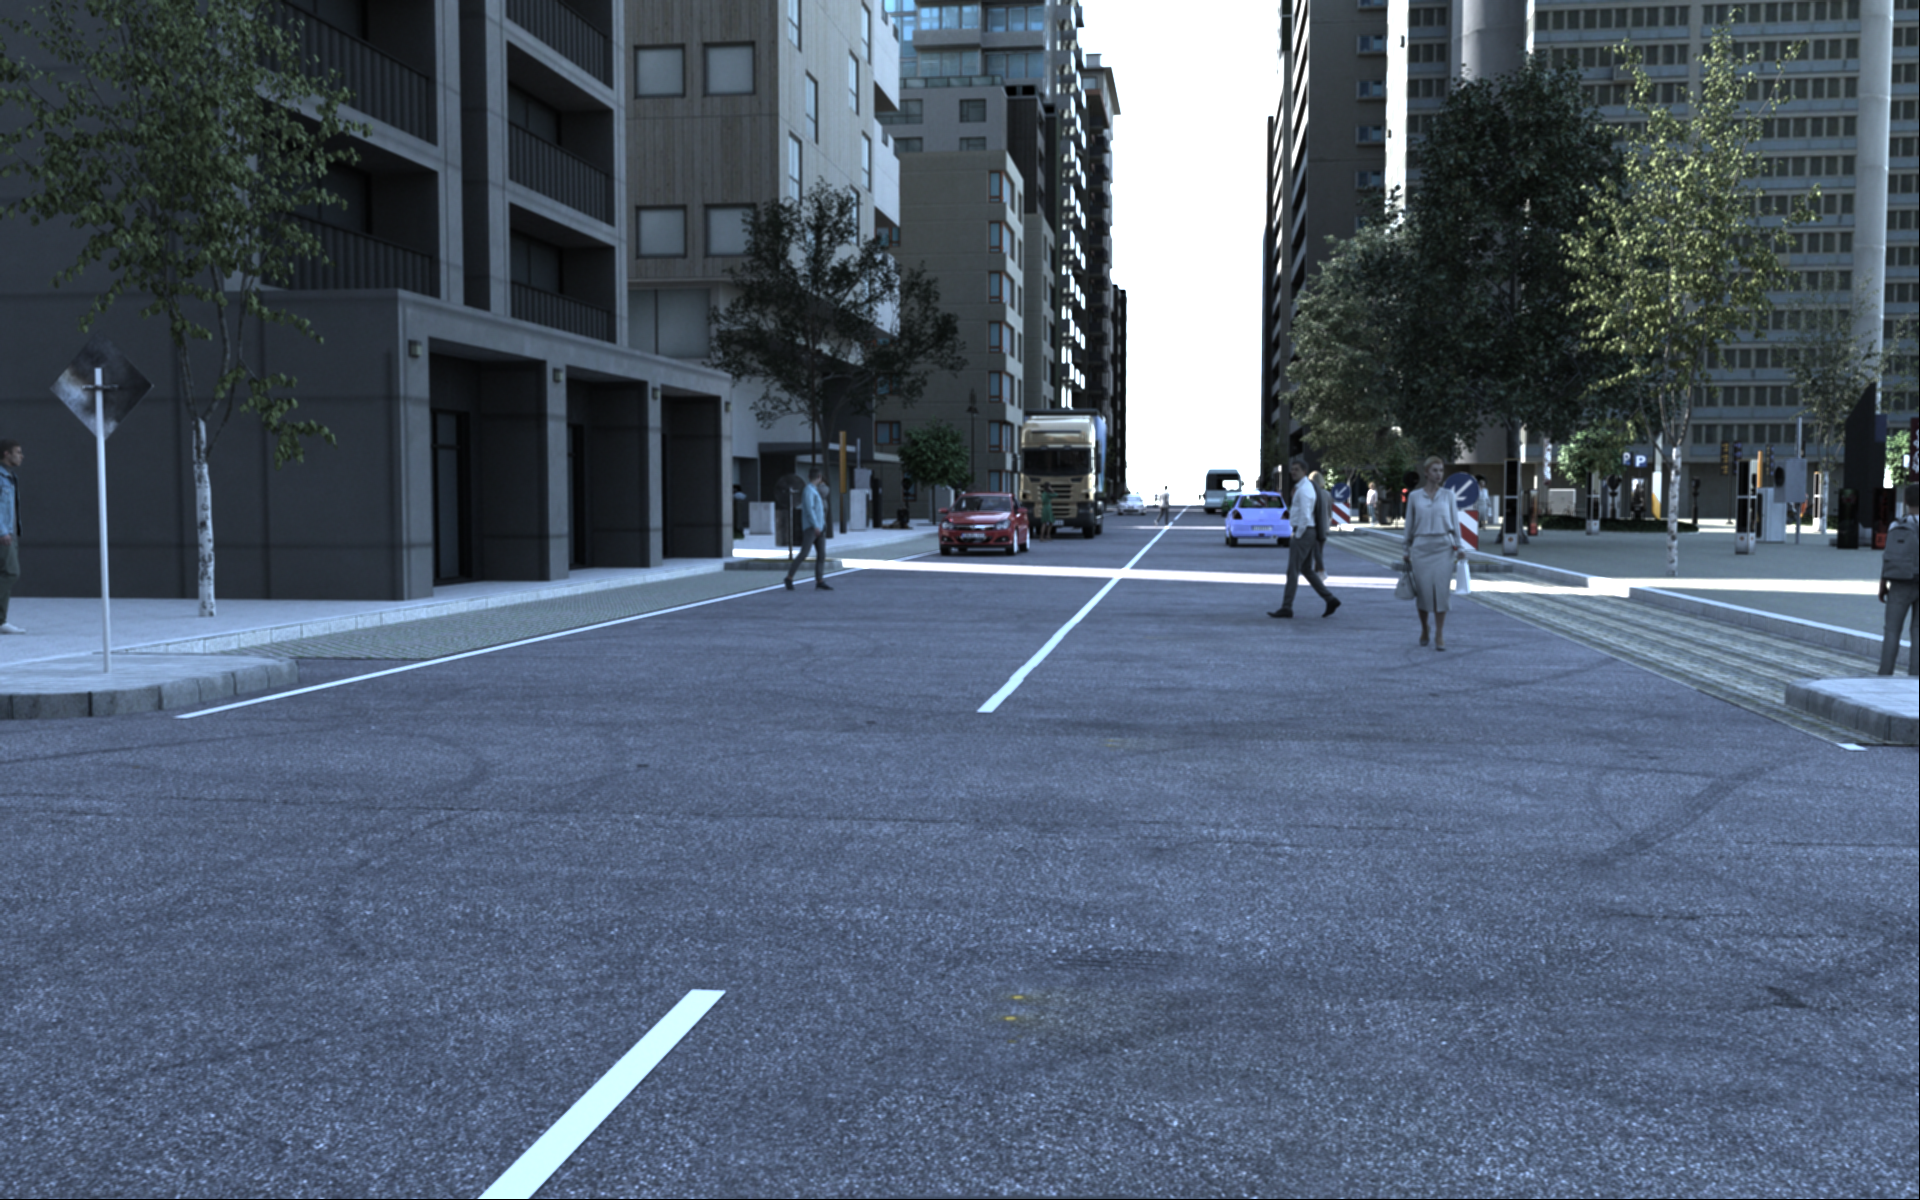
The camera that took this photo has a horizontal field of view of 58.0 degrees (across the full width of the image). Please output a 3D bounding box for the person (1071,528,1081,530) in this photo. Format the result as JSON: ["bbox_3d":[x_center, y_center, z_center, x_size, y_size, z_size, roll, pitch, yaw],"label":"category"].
[{"bbox_3d":[4.685,-3.698,69.309,0.374,1.781,0.599,-1,4,-12],"label":"person"}]

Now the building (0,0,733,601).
[{"bbox_3d":[-15.367,-36.205,30.207,20.563,71.187,20.611,0,4,8],"label":"building"}]

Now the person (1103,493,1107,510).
[{"bbox_3d":[12.702,-8.766,152.625,0.445,1.727,0.742,1,4,22],"label":"person"}]

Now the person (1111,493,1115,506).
[{"bbox_3d":[17.017,-11.228,192.851,0.421,1.427,0.697,0,4,-3],"label":"person"}]

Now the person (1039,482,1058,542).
[{"bbox_3d":[2.611,-2.665,52.328,0.529,1.795,0.600,-2,4,-28],"label":"person"}]

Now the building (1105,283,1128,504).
[{"bbox_3d":[15.395,-28.347,235.169,14.160,30.474,14.107,0,4,8],"label":"building"}]

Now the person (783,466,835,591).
[{"bbox_3d":[-2.242,-1.066,25.787,0.748,1.841,0.638,1,4,16],"label":"person"}]

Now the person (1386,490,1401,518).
[{"bbox_3d":[23.098,-5.288,92.530,1.348,1.821,0.705,0,4,1],"label":"person"}]

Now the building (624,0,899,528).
[{"bbox_3d":[-17.600,-29.545,72.294,28.713,52.752,27.495,0,4,8],"label":"building"}]

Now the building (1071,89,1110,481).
[{"bbox_3d":[4.524,-32.483,185.723,22.147,44.769,28.867,0,4,8],"label":"building"}]

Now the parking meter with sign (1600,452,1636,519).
[{"bbox_3d":[26.722,-4.581,71.158,1.738,3.016,0.543,-1,4,-20],"label":"parking meter with sign"}]

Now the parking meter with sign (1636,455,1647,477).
[{"bbox_3d":[30.566,-5.004,78.076,0.543,3.016,1.738,1,4,16],"label":"parking meter with sign"}]

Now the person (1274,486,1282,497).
[{"bbox_3d":[14.884,-4.455,81.349,0.555,1.821,0.388,-2,4,-23],"label":"person"}]

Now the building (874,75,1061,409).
[{"bbox_3d":[-0.364,-21.520,123.550,14.160,30.474,14.107,0,4,8],"label":"building"}]

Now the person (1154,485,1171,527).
[{"bbox_3d":[8.815,-4.081,75.070,0.795,1.843,0.661,-3,4,-37],"label":"person"}]

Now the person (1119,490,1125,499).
[{"bbox_3d":[15.403,-9.410,162.491,1.348,1.807,0.705,-2,4,-35],"label":"person"}]

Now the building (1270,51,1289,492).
[{"bbox_3d":[43.956,-34.108,181.375,21.300,48.544,21.600,0,4,8],"label":"building"}]

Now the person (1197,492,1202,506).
[{"bbox_3d":[29.204,-12.317,210.800,0.530,1.710,0.541,-3,4,-36],"label":"person"}]

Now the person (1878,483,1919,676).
[{"bbox_3d":[6.835,-0.086,12.507,0.503,1.515,0.523,-1,4,-13],"label":"person"}]

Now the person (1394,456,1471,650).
[{"bbox_3d":[4.424,-0.443,16.092,0.694,1.780,0.624,2,4,30],"label":"person"}]

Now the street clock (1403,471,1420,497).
[{"bbox_3d":[14.245,-3.068,54.735,0.471,2.002,0.358,-1,4,-12],"label":"street clock"}]

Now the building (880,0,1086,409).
[{"bbox_3d":[-1.167,-32.167,145.546,23.786,49.044,30.456,0,4,8],"label":"building"}]

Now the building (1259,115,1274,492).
[{"bbox_3d":[41.964,-33.619,199.786,14.600,45.320,14.200,0,4,8],"label":"building"}]

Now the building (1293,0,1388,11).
[{"bbox_3d":[35.577,-30.757,126.586,21.300,48.544,21.600,0,4,8],"label":"building"}]

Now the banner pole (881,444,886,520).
[{"bbox_3d":[-3.927,-5.933,87.015,0.401,3.779,0.863,0,4,-5],"label":"banner pole"}]

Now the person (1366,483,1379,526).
[{"bbox_3d":[16.474,-3.816,69.105,0.598,1.740,0.731,-2,4,-32],"label":"person"}]

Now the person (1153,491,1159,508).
[{"bbox_3d":[20.774,-10.638,183.366,0.756,1.711,0.436,0,4,4],"label":"person"}]

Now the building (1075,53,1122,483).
[{"bbox_3d":[4.961,-38.200,213.815,28.713,52.752,27.495,0,4,8],"label":"building"}]

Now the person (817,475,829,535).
[{"bbox_3d":[-3.798,-2.431,46.067,0.573,1.790,0.520,1,4,17],"label":"person"}]

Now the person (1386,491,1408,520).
[{"bbox_3d":[21.676,-4.890,86.020,1.348,1.821,0.705,0,4,-2],"label":"person"}]

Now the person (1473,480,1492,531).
[{"bbox_3d":[18.373,-3.335,60.929,0.694,1.780,0.624,1,4,18],"label":"person"}]

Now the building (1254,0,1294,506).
[{"bbox_3d":[50.157,-48.421,229.940,20.563,71.187,20.611,0,4,8],"label":"building"}]

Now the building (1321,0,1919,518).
[{"bbox_3d":[38.575,-25.162,103.288,32.217,40.220,23.993,0,4,8],"label":"building"}]

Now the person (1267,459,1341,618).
[{"bbox_3d":[3.998,-0.703,20.101,0.850,1.850,0.679,1,4,10],"label":"person"}]

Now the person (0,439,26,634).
[{"bbox_3d":[-8.753,-0.574,15.776,0.444,1.785,0.601,-1,4,-8],"label":"person"}]

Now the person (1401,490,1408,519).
[{"bbox_3d":[22.575,-4.991,87.591,0.705,1.831,1.348,-1,4,-9],"label":"person"}]

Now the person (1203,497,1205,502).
[{"bbox_3d":[24.387,-10.036,173.294,0.721,1.736,1.217,0,4,3],"label":"person"}]

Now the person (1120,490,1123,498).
[{"bbox_3d":[20.406,-12.974,218.619,0.568,1.767,0.683,3,5,39],"label":"person"}]

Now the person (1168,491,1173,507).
[{"bbox_3d":[23.785,-11.569,197.750,1.348,1.812,0.705,-1,4,-17],"label":"person"}]

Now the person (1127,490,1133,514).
[{"bbox_3d":[12.405,-7.158,126.338,0.445,1.727,0.742,1,4,15],"label":"person"}]

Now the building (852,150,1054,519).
[{"bbox_3d":[-9.388,-15.802,103.403,27.650,21.520,28.899,0,4,8],"label":"building"}]

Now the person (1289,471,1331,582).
[{"bbox_3d":[5.715,-1.183,28.032,0.709,1.800,0.728,-1,4,-19],"label":"person"}]
